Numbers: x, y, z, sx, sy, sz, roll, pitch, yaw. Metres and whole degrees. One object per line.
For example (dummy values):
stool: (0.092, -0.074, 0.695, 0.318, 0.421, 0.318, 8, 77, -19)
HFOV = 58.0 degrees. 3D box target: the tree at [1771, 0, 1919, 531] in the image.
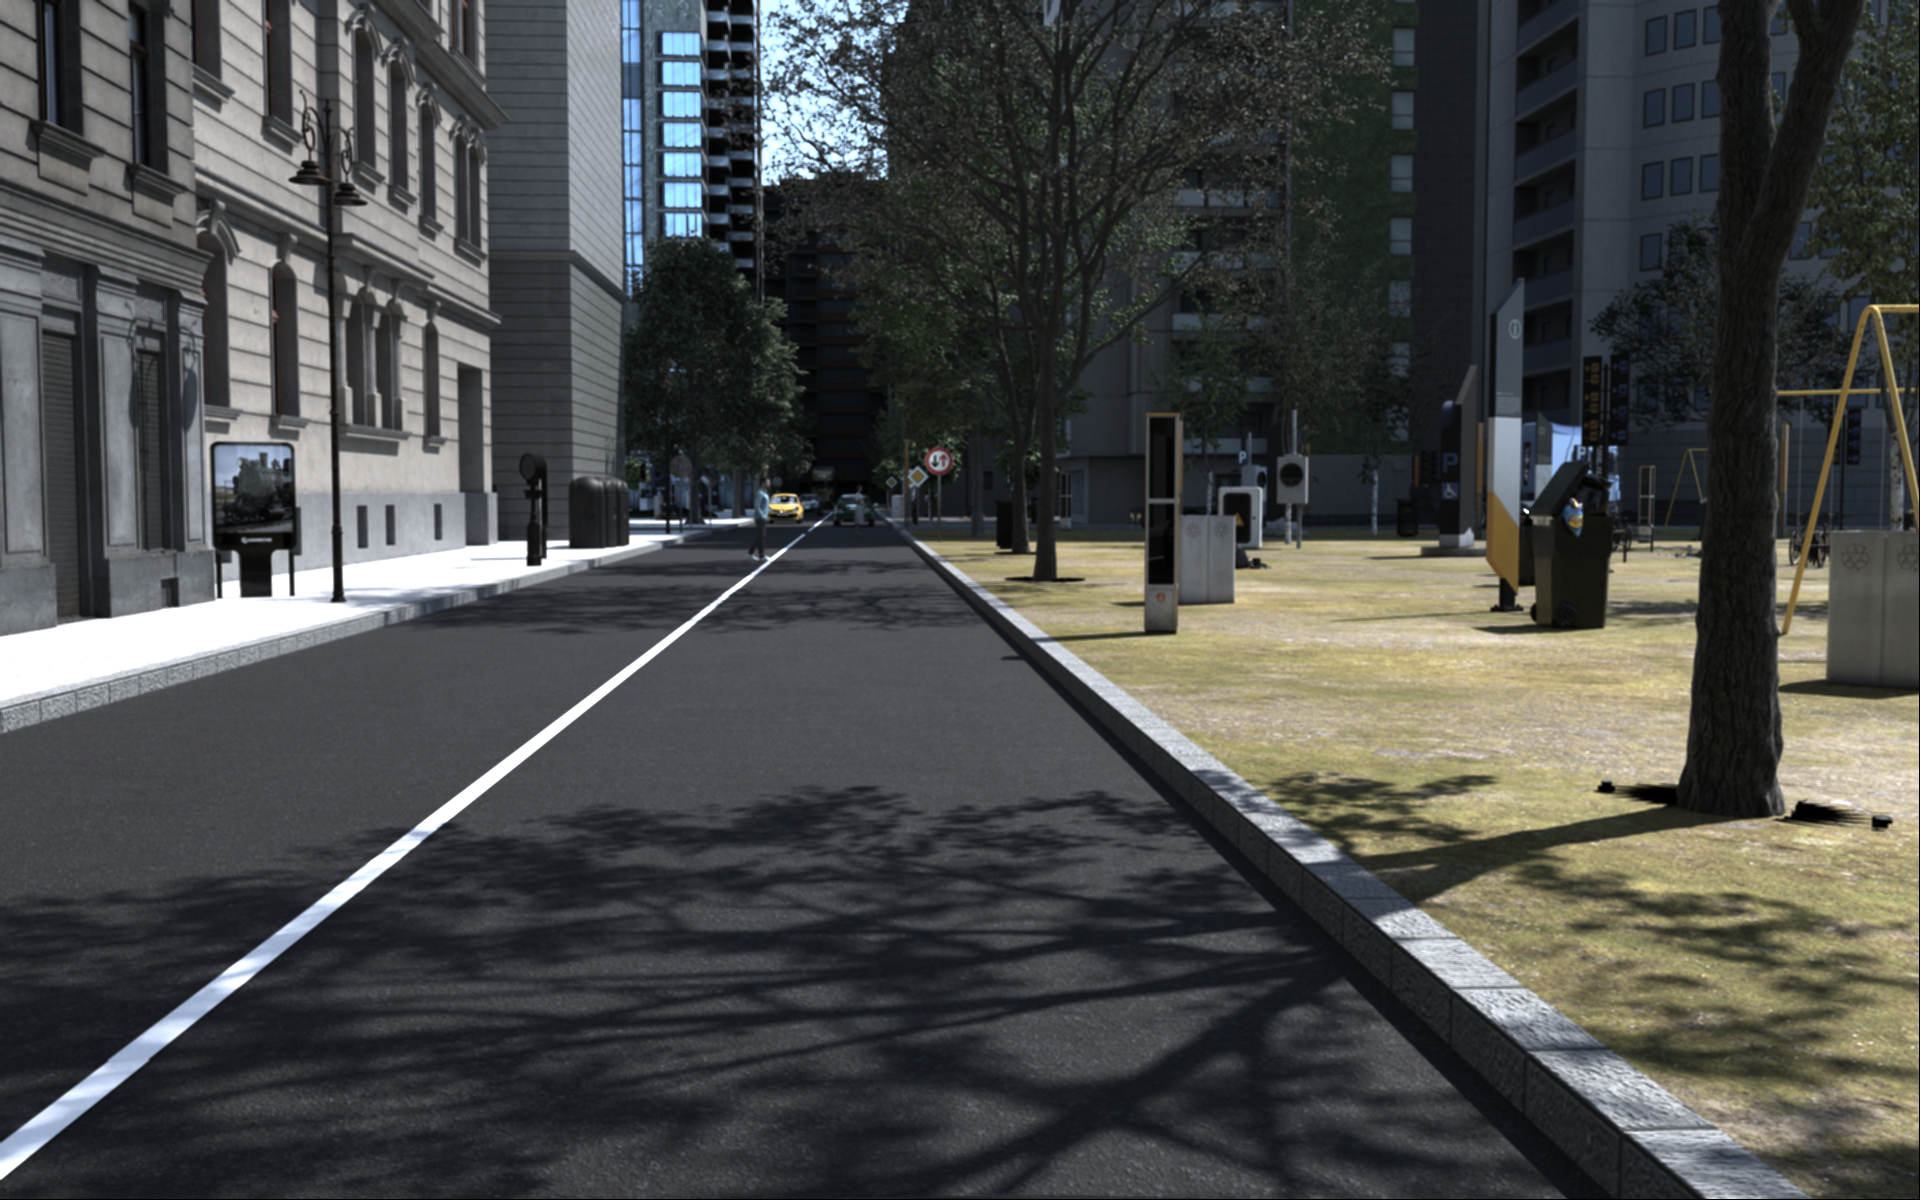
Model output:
tree: (11.591, -4.320, 20.997, 4.737, 8.622, 4.395, 0, 3, 0)

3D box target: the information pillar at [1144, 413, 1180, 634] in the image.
information pillar: (1.857, -0.699, 15.926, 0.304, 2.012, 0.304, 1, 4, 8)

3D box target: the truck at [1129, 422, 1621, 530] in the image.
truck: (15.799, -4.577, 64.588, 18.799, 4.110, 2.967, 0, 4, -5)

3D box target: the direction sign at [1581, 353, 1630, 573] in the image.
direction sign: (10.530, -2.221, 28.314, 0.379, 3.537, 0.876, -2, 4, -32)

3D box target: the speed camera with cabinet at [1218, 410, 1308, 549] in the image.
speed camera with cabinet: (7.127, -2.838, 40.744, 2.038, 3.252, 0.660, 1, 4, 16)

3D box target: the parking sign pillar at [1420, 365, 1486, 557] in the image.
parking sign pillar: (10.287, -2.893, 35.769, 1.447, 3.967, 1.447, 2, 4, 29)

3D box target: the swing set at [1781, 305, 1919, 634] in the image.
swing set: (9.063, -1.025, 14.377, 3.119, 2.851, 2.862, 0, 4, 1)

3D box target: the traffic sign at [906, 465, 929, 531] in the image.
traffic sign: (-1.468, -3.462, 60.248, 0.795, 2.450, 0.064, 0, 4, -3)

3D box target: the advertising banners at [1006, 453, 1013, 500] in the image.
advertising banners: (2.312, -4.785, 74.419, 0.090, 3.025, 2.074, 1, 4, 20)

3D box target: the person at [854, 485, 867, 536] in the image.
person: (-3.403, -3.108, 59.892, 0.524, 1.755, 0.480, 1, 4, 18)

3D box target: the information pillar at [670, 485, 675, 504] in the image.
information pillar: (-22.519, -8.033, 135.830, 0.304, 2.012, 0.304, -1, 4, -21)

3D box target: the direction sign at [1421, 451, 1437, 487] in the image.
direction sign: (24.572, -6.041, 90.763, 0.876, 3.537, 0.379, -1, 4, -11)

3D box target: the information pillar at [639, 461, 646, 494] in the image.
information pillar: (-22.356, -7.993, 122.035, 0.183, 3.616, 0.504, 3, 5, 44)

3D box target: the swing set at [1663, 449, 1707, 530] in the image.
swing set: (26.421, -3.819, 60.069, 3.119, 2.851, 2.862, -1, 4, -8)

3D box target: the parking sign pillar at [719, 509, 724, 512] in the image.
parking sign pillar: (-17.834, -8.369, 125.308, 1.447, 3.967, 1.447, -1, 4, -15)

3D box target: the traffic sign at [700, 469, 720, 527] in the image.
traffic sign: (-9.777, -3.922, 67.773, 0.795, 2.450, 0.064, 0, 4, -3)

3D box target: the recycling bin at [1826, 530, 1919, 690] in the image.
recycling bin: (6.352, 0.052, 11.701, 0.722, 1.027, 0.722, 3, 5, 43)

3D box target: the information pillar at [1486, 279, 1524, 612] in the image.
information pillar: (5.925, -1.679, 18.813, 0.504, 3.616, 0.183, -3, 4, -36)

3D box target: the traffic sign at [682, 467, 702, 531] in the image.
traffic sign: (-9.300, -3.435, 59.802, 0.795, 2.450, 0.064, 0, 4, -3)

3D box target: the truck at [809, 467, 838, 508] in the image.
truck: (-14.267, -11.823, 182.226, 2.839, 4.237, 11.283, 0, 4, -2)

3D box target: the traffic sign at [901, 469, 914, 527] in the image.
traffic sign: (-1.945, -3.950, 68.219, 0.795, 2.450, 0.064, 0, 4, -3)

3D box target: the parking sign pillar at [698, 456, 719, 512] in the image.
parking sign pillar: (-18.043, -8.152, 121.751, 1.447, 3.967, 1.447, 0, 4, 7)

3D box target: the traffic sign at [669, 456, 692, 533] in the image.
traffic sign: (-9.257, -3.503, 57.387, 0.768, 2.556, 0.104, 0, 4, 5)

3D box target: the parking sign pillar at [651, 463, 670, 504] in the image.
parking sign pillar: (-20.900, -8.095, 120.828, 1.447, 3.967, 1.447, 1, 4, 20)

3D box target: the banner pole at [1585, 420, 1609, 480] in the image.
banner pole: (18.884, -3.764, 51.563, 0.863, 3.779, 0.401, 2, 4, 32)

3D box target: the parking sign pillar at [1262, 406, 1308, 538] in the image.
parking sign pillar: (9.683, -3.869, 51.727, 1.447, 3.967, 1.447, -1, 4, -22)

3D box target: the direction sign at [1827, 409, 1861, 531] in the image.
direction sign: (23.577, -3.319, 46.265, 0.379, 3.537, 0.876, -3, 4, -36)

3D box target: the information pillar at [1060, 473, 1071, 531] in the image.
information pillar: (3.673, -3.412, 60.277, 0.304, 2.012, 0.304, 2, 4, 30)

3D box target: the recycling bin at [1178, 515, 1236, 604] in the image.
recycling bin: (2.800, -0.488, 20.526, 0.722, 1.027, 0.722, -1, 4, -14)

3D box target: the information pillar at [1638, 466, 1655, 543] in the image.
information pillar: (18.041, -2.510, 45.523, 0.304, 2.012, 0.304, 3, 4, 38)

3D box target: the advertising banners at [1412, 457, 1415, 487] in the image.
advertising banners: (21.768, -5.187, 80.998, 2.074, 3.025, 0.090, 1, 4, 15)

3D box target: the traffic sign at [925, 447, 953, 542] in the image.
traffic sign: (-0.559, -2.840, 46.532, 0.768, 2.556, 0.104, 0, 4, -2)

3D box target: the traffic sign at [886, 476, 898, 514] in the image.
traffic sign: (-4.353, -6.666, 110.181, 0.795, 2.450, 0.064, 0, 4, 2)

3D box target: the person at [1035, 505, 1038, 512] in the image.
person: (3.225, -3.495, 66.226, 0.593, 1.750, 0.643, 2, 4, 35)

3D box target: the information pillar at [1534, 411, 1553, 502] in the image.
information pillar: (16.425, -3.514, 48.806, 0.504, 3.616, 0.183, -1, 4, -12)

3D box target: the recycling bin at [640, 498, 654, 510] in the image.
recycling bin: (-18.977, -5.673, 105.314, 0.722, 1.027, 0.722, 3, 5, 42)

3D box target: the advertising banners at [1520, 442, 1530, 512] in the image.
advertising banners: (18.911, -3.825, 58.729, 0.090, 3.025, 2.074, 0, 4, -3)

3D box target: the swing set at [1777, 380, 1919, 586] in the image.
swing set: (13.569, -1.732, 25.940, 3.119, 2.851, 2.862, 2, 4, 25)

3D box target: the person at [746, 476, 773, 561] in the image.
person: (-4.334, -1.764, 37.360, 0.620, 1.820, 0.660, 0, 4, -2)

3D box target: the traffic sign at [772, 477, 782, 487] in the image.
traffic sign: (-13.439, -7.785, 127.384, 0.768, 2.556, 0.104, 0, 4, 6)

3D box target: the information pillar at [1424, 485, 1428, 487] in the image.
information pillar: (36.536, -8.027, 135.736, 0.304, 2.012, 0.304, -2, 4, -27)
